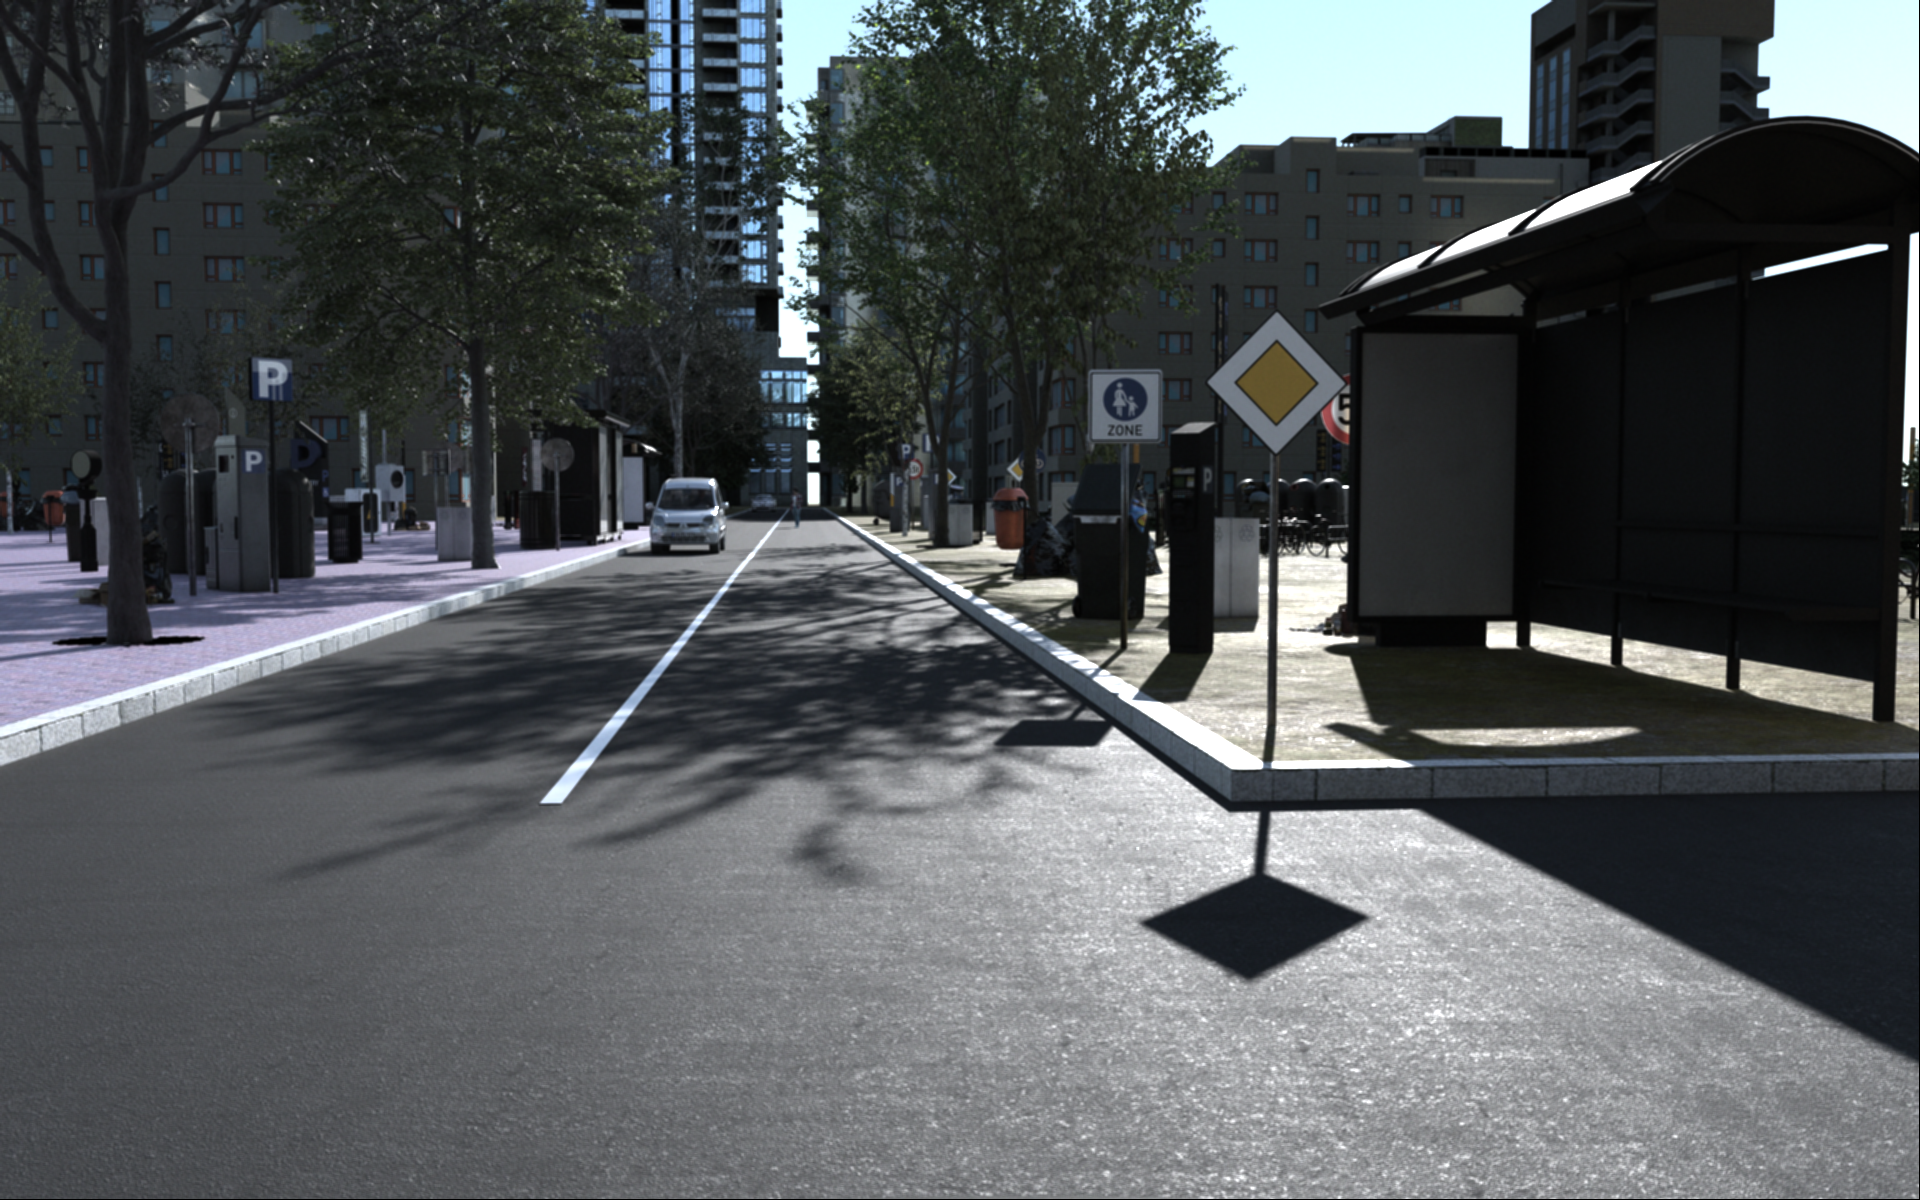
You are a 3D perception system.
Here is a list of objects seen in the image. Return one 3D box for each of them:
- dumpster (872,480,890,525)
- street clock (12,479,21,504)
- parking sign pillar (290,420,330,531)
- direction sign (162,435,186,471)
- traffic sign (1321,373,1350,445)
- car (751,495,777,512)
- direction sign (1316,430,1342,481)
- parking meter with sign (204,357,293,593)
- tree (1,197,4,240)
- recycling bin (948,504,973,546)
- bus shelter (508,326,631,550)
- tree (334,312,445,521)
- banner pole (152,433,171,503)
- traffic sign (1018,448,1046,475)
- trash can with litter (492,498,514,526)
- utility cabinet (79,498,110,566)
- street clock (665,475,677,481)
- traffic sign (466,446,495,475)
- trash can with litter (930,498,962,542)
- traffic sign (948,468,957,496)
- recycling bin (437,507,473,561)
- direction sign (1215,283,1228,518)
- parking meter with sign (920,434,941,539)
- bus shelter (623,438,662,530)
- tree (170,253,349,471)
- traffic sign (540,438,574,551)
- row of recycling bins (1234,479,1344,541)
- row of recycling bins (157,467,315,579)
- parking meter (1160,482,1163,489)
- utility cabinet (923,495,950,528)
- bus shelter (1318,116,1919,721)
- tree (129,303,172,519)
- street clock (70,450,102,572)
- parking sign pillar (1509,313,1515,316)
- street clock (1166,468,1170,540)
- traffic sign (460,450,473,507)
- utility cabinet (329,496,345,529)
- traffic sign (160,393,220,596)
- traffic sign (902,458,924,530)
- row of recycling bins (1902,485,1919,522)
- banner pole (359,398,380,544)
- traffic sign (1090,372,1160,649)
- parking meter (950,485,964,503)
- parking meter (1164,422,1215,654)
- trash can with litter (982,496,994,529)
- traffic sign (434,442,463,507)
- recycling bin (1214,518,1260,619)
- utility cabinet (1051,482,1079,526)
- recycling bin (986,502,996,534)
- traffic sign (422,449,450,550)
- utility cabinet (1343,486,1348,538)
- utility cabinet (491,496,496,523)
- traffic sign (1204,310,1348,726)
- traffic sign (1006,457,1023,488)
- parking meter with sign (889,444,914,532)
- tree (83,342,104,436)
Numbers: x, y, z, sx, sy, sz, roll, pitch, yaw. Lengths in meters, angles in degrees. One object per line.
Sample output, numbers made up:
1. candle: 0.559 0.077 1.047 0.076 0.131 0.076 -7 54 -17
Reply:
1. dumpster: -3.039 -4.118 73.093 1.264 1.857 1.865 0 4 -5
2. street clock: -39.705 -4.180 72.905 0.358 2.002 0.471 -1 4 -16
3. parking sign pillar: -22.865 -4.429 60.879 1.447 3.967 1.447 1 4 16
4. direction sign: -26.195 -4.035 57.973 0.876 3.537 0.379 -1 4 -21
5. traffic sign: 4.166 -1.110 18.249 0.768 2.556 0.104 0 4 0
6. car: -15.854 -7.813 140.101 2.083 1.381 4.827 0 4 -3
7. direction sign: 12.944 -4.209 60.817 0.876 3.537 0.379 0 4 -1
8. parking meter with sign: -9.455 -1.626 22.853 1.738 3.016 0.543 3 5 42
9. tree: -23.319 -5.458 39.601 4.737 8.622 4.395 0 3 0
10. recycling bin: -0.096 -1.856 42.897 0.722 1.027 0.722 -1 4 -10
11. bus shelter: -9.926 -4.070 44.169 2.179 5.291 8.768 0 4 -5
12. tree: -22.850 -7.270 69.235 4.737 8.622 4.395 0 3 0
13. banner pole: -32.599 -4.933 70.676 0.863 3.779 0.401 -2 4 -32
14. traffic sign: 1.942 -2.855 46.787 0.768 2.556 0.104 0 4 -5
15. trash can with litter: -18.416 -3.590 69.761 1.678 1.210 2.233 2 4 35
16. utility cabinet: -15.392 -1.228 31.234 0.306 1.237 1.020 1 4 10
17. street clock: -10.860 -3.706 65.170 0.471 2.002 0.358 3 4 38
18. traffic sign: -10.187 -2.120 36.798 0.606 2.300 0.079 0 4 1
19. trash can with litter: -0.285 -2.119 46.040 0.624 1.170 1.055 3 4 36
20. traffic sign: -0.531 -4.636 76.988 0.795 2.450 0.064 0 4 -4
21. recycling bin: -9.657 -1.287 33.590 0.722 1.027 0.722 1 4 9
22. direction sign: 2.878 -1.659 19.123 0.379 3.537 0.876 1 4 15
23. parking meter with sign: -0.670 -3.238 49.206 0.543 3.016 1.738 -1 4 -10
24. bus shelter: -12.403 -4.349 65.036 2.014 3.302 5.546 0 4 -5
25. tree: -21.249 -6.322 53.732 4.360 8.622 3.978 0 3 0
26. traffic sign: -9.144 -2.398 39.318 0.768 2.556 0.104 0 4 -1
27. row of recycling bins: 9.272 -2.553 48.850 3.534 1.692 1.069 3 5 44
28. row of recycling bins: -11.477 -1.238 27.350 3.534 1.692 1.069 2 4 35
29. parking meter: 9.456 -4.574 80.496 0.255 1.863 0.399 2 4 31
30. utility cabinet: -0.882 -3.260 64.459 1.020 1.237 0.306 3 4 36
31. bus shelter: 4.284 -1.109 12.056 2.014 3.302 5.546 0 4 -5
32. tree: -27.975 -6.939 63.819 4.360 8.622 3.978 0 3 0
33. street clock: -14.440 -1.474 28.667 0.471 2.002 0.358 2 4 23
34. parking sign pillar: 7.760 -2.318 26.365 1.447 3.967 1.447 2 4 29
35. street clock: 5.882 -2.647 47.853 0.358 2.002 0.471 -1 4 -16
36. traffic sign: -12.874 -2.787 45.673 0.768 2.556 0.104 0 4 -1
37. utility cabinet: -23.143 -3.267 64.571 1.020 1.237 0.306 2 4 26
38. traffic sign: -9.691 -1.327 21.808 0.768 2.556 0.104 0 4 1
39. traffic sign: -1.668 -3.744 61.318 0.768 2.556 0.104 0 4 1
40. row of recycling bins: 43.997 -4.432 79.574 1.069 1.692 3.534 0 4 -4
41. banner pole: -15.438 -3.368 45.091 0.401 3.779 0.863 -3 5 -43
42. traffic sign: 1.360 -0.746 14.323 0.606 2.300 0.079 0 4 4
43. parking meter: -0.086 -2.417 47.921 0.372 1.533 0.369 0 3 0
44. parking meter: 1.876 -0.508 14.015 0.255 1.863 0.399 2 4 32
45. trash can with litter: 1.508 -3.191 63.234 2.233 1.210 1.678 -3 5 -39
46. traffic sign: -12.445 -2.565 42.038 0.768 2.556 0.104 0 4 -3
47. recycling bin: 2.671 -0.346 18.208 0.722 1.027 0.722 -1 4 -19
48. utility cabinet: 2.213 -1.444 32.287 0.318 1.500 1.173 -3 4 -39
49. recycling bin: 1.261 -2.634 55.614 0.722 1.027 0.722 1 4 15
50. traffic sign: -11.952 -2.288 39.534 0.606 2.300 0.079 0 4 -3
51. utility cabinet: 11.489 -2.515 49.793 1.173 1.500 0.318 0 4 5
52. utility cabinet: -21.092 -4.073 77.749 0.306 1.237 1.020 0 4 -3
53. traffic sign: 1.725 -0.360 9.537 0.795 2.450 0.064 0 4 -5
54. traffic sign: 1.809 -3.163 52.907 0.795 2.450 0.064 0 4 1
55. parking meter with sign: -2.007 -3.836 58.975 0.543 3.016 1.738 1 4 11
56. tree: -36.800 -7.773 77.450 4.360 8.622 3.978 0 3 0
